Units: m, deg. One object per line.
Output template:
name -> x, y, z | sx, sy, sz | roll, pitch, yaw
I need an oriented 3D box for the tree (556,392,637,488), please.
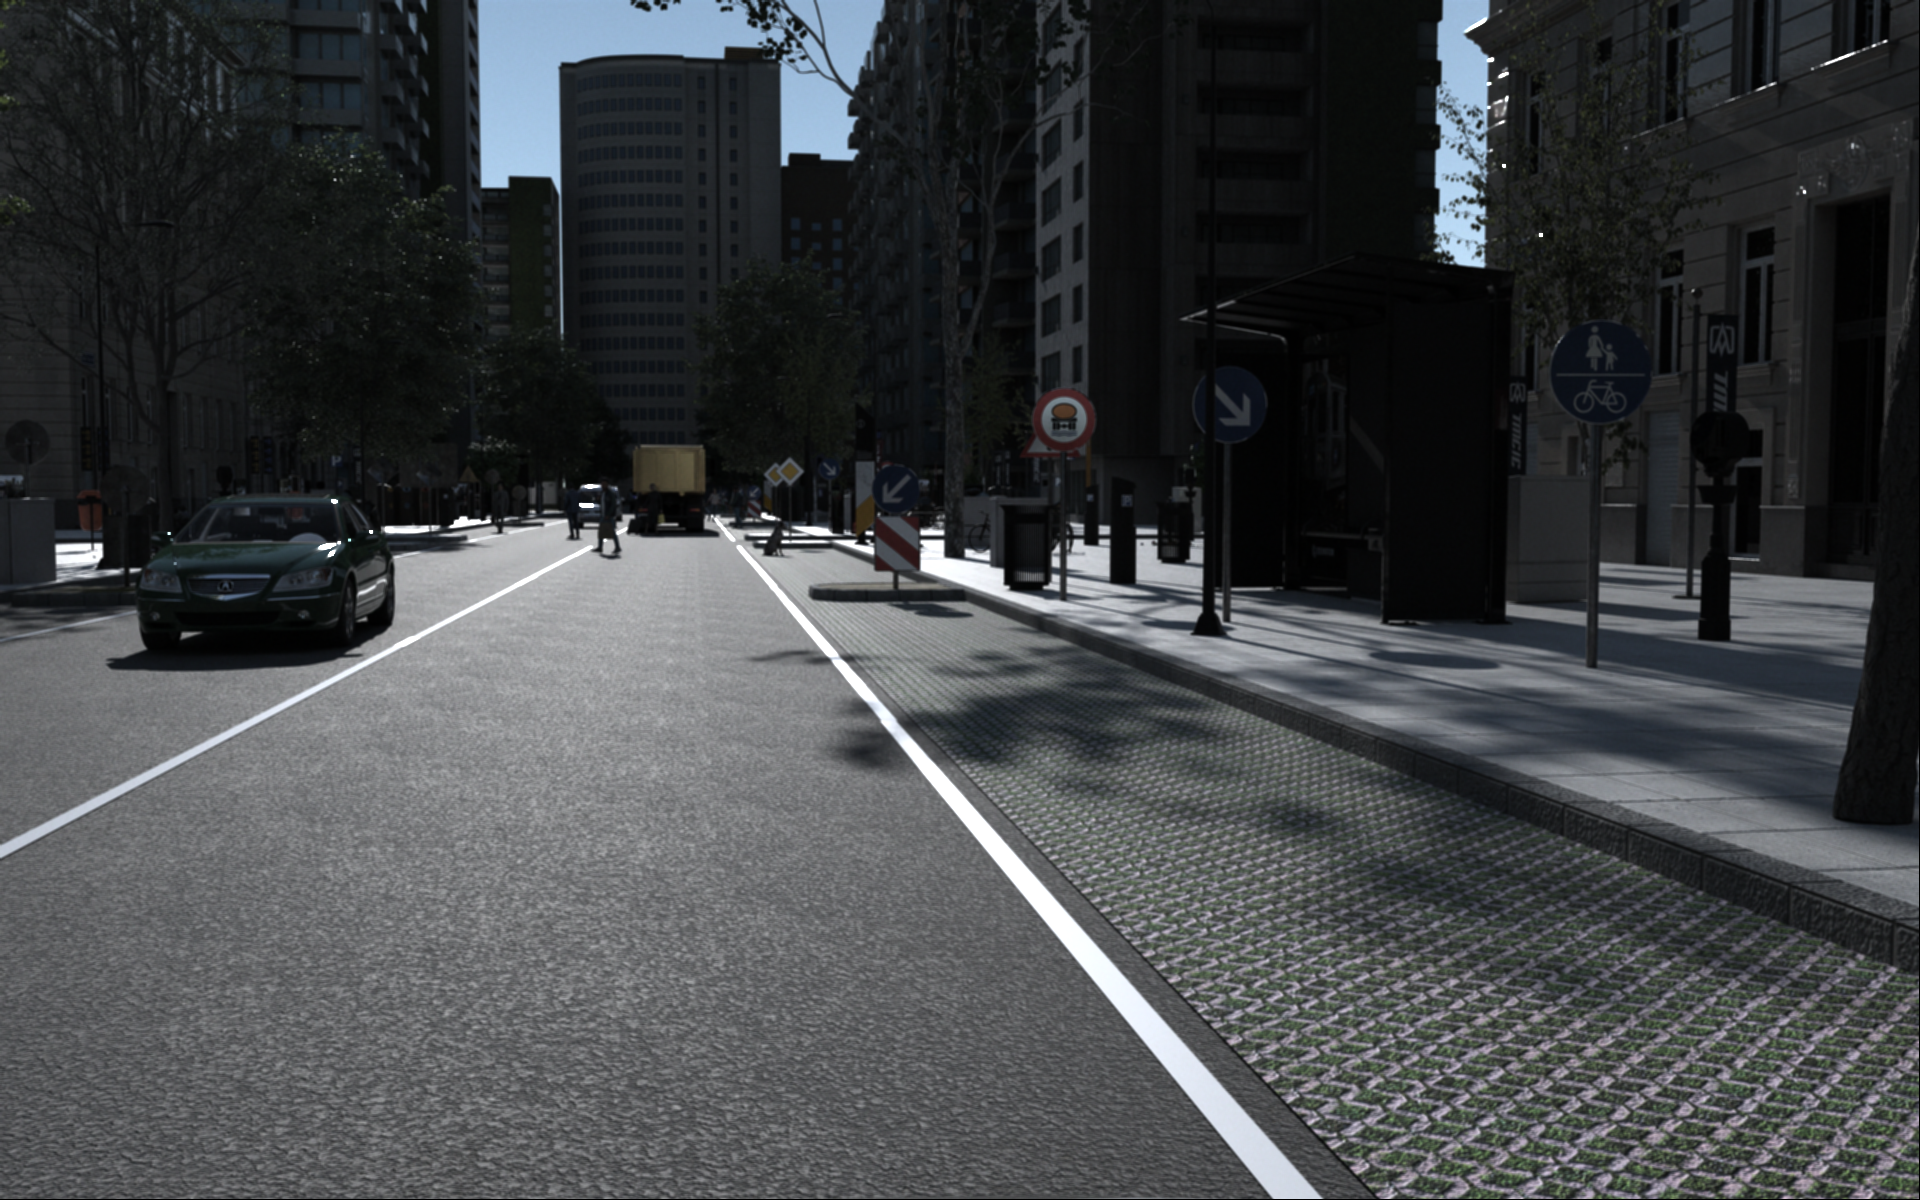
tree -> -41.059, -17.013, 195.171 | 9.611, 12.733, 9.660 | 0, 3, 0

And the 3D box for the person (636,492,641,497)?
person -> -16.463, -4.941, 89.469 | 0.473, 1.802, 0.592 | 2, 4, 27

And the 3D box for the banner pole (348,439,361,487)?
banner pole -> -27.598, -5.444, 79.028 | 0.863, 3.779, 0.401 | -1, 4, -20

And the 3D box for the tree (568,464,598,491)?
tree -> -36.964, -11.386, 169.881 | 4.285, 4.588, 4.351 | 0, 3, 0

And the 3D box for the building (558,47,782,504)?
building -> -38.327, -42.122, 230.696 | 28.212, 58.520, 21.231 | -1, 4, -9

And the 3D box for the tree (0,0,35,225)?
tree -> -13.197, -5.987, 16.019 | 7.486, 12.596, 7.792 | 0, 3, 0

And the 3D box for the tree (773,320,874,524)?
tree -> -5.991, -7.545, 73.719 | 4.737, 8.622, 4.395 | 0, 3, 0

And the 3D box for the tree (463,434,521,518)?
tree -> -25.504, -6.786, 94.671 | 4.285, 4.588, 4.351 | 0, 3, 0

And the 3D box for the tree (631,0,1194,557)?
tree -> -1.205, -10.862, 33.483 | 12.611, 20.169, 13.585 | 0, 3, 0

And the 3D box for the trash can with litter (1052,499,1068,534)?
trash can with litter -> 2.932, -2.705, 55.619 | 1.055, 1.170, 0.624 | 0, 4, 1

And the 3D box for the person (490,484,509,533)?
person -> -17.132, -3.414, 64.418 | 0.694, 1.812, 0.767 | 0, 4, 4

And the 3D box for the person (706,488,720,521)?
person -> -13.007, -4.983, 90.651 | 0.731, 1.740, 0.598 | -3, 5, -42

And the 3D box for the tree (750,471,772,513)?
tree -> -13.671, -7.593, 118.753 | 1.663, 3.219, 1.824 | 0, 3, 0

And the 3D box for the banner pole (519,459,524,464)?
banner pole -> -28.857, -7.576, 113.879 | 0.401, 3.779, 0.863 | 1, 4, 14

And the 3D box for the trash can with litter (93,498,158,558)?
trash can with litter -> -16.296, -1.473, 35.145 | 2.233, 1.210, 1.678 | 1, 4, 22

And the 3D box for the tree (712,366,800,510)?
tree -> -15.882, -13.030, 138.787 | 9.928, 11.665, 9.643 | 0, 3, 0

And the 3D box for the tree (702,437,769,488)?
tree -> -26.254, -17.505, 203.211 | 9.611, 12.733, 9.660 | 0, 3, 0

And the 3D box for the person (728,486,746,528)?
person -> -9.263, -3.858, 71.919 | 0.721, 1.781, 0.623 | 0, 4, -5

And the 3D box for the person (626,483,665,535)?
person -> -10.979, -3.177, 60.666 | 1.509, 1.804, 0.699 | 3, 5, 44

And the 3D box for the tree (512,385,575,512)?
tree -> -28.395, -10.225, 117.547 | 4.360, 8.622, 3.978 | 0, 3, 0

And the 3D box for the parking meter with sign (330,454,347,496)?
parking meter with sign -> -27.417, -4.925, 76.778 | 0.543, 3.016, 1.738 | 0, 4, -7

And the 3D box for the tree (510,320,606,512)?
tree -> -30.497, -13.338, 124.726 | 9.857, 13.997, 8.962 | 0, 3, 0

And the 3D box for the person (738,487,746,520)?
person -> -12.210, -5.361, 96.178 | 0.660, 1.820, 0.620 | 3, 4, 38

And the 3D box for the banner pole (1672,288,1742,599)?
banner pole -> 9.183, -1.909, 21.237 | 0.863, 3.779, 0.401 | -1, 4, -17

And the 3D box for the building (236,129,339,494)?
building -> -43.398, -15.579, 96.513 | 13.314, 21.916, 24.055 | -1, 4, -9

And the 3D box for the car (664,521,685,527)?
car -> -12.970, -3.885, 75.877 | 2.083, 1.381, 4.827 | -1, 4, -11

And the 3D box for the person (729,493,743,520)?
person -> -12.253, -5.228, 94.465 | 0.782, 1.767, 0.515 | 2, 4, 29

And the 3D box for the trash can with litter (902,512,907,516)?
trash can with litter -> -3.219, -5.020, 93.140 | 1.678, 1.210, 2.233 | 1, 4, 23

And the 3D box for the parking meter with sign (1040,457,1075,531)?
parking meter with sign -> 3.224, -3.973, 61.224 | 1.738, 3.016, 0.543 | 3, 5, 45

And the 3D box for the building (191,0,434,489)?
building -> -54.828, -31.694, 137.803 | 23.786, 49.044, 30.456 | -1, 4, -9

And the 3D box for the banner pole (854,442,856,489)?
banner pole -> -4.996, -5.717, 83.488 | 0.401, 3.779, 0.863 | -1, 4, -16

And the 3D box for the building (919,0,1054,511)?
building -> 9.660, -28.303, 117.376 | 22.147, 44.769, 28.867 | -1, 4, -9

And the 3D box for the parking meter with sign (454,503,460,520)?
parking meter with sign -> -25.700, -5.491, 86.045 | 1.738, 3.016, 0.543 | 1, 4, 17

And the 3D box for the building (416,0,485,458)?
building -> -63.609, -38.785, 176.141 | 28.212, 58.520, 21.231 | -1, 4, -9

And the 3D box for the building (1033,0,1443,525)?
building -> 11.377, -18.563, 75.200 | 14.107, 30.474, 14.160 | -1, 4, -9

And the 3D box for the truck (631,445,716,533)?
truck -> -11.270, -4.389, 67.691 | 3.469, 3.379, 9.791 | 0, 4, -8

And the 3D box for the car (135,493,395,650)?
car -> -6.907, -0.354, 17.585 | 2.131, 1.459, 4.920 | -1, 4, -11

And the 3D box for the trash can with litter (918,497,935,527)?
trash can with litter -> -1.371, -3.407, 67.090 | 0.624, 1.170, 1.055 | 1, 4, 13

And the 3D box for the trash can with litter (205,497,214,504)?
trash can with litter -> -24.299, -2.789, 56.980 | 1.055, 1.170, 0.624 | 0, 4, 2

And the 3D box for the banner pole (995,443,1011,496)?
banner pole -> 2.236, -5.764, 84.259 | 0.401, 3.779, 0.863 | -2, 4, -31

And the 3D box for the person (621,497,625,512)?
person -> -27.766, -7.946, 141.643 | 0.697, 1.427, 0.421 | 2, 4, 26

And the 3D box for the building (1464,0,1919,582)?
building -> 18.623, -13.973, 25.719 | 12.463, 27.353, 25.104 | -1, 4, -9

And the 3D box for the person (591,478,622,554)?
person -> -8.420, -2.009, 41.333 | 0.713, 1.824, 0.794 | -2, 4, -29

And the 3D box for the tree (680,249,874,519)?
tree -> -9.220, -11.175, 89.364 | 9.857, 13.997, 8.962 | 0, 3, 0

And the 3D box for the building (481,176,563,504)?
building -> -59.257, -33.104, 224.837 | 14.086, 41.232, 14.154 | -1, 4, -9

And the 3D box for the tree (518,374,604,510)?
tree -> -32.966, -13.283, 142.937 | 9.928, 11.665, 9.643 | 0, 3, 0

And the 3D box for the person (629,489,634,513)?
person -> -25.014, -7.546, 131.868 | 0.705, 1.826, 1.348 | -1, 4, -12

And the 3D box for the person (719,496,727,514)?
person -> -17.157, -6.884, 125.301 | 0.590, 1.304, 0.306 | 2, 4, 29

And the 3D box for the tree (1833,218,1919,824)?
tree -> 3.864, -4.396, 6.285 | 7.601, 10.594, 8.767 | 3, 4, 36

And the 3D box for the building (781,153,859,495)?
building -> -16.894, -35.543, 231.241 | 14.200, 45.320, 14.600 | -1, 4, -9

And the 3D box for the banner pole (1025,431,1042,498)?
banner pole -> 2.901, -4.846, 69.256 | 0.863, 3.779, 0.401 | 0, 4, 1

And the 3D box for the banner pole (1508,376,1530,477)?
banner pole -> 10.239, -2.584, 32.271 | 0.863, 3.779, 0.401 | -1, 4, -23

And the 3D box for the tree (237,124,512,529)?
tree -> -20.636, -9.398, 60.311 | 9.857, 13.997, 8.962 | 0, 3, 0

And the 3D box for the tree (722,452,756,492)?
tree -> -22.422, -13.850, 176.812 | 4.360, 8.622, 3.978 | 0, 3, 0

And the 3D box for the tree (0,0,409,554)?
tree -> -17.227, -7.739, 36.903 | 12.009, 13.543, 11.850 | 0, 3, 0

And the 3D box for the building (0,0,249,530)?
building -> -39.035, -16.815, 72.194 | 12.463, 27.353, 25.104 | -1, 4, -9

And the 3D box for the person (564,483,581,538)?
person -> -12.727, -2.952, 56.955 | 0.419, 1.800, 0.721 | 3, 4, 37

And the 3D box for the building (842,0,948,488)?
building -> 0.109, -34.343, 181.108 | 23.786, 49.044, 30.456 | -1, 4, -9

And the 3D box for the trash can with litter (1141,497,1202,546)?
trash can with litter -> 5.376, -1.982, 43.465 | 1.678, 1.210, 2.233 | 0, 4, 7

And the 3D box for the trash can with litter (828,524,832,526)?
trash can with litter -> -4.704, -3.684, 71.295 | 1.678, 1.210, 2.233 | 3, 5, 42
